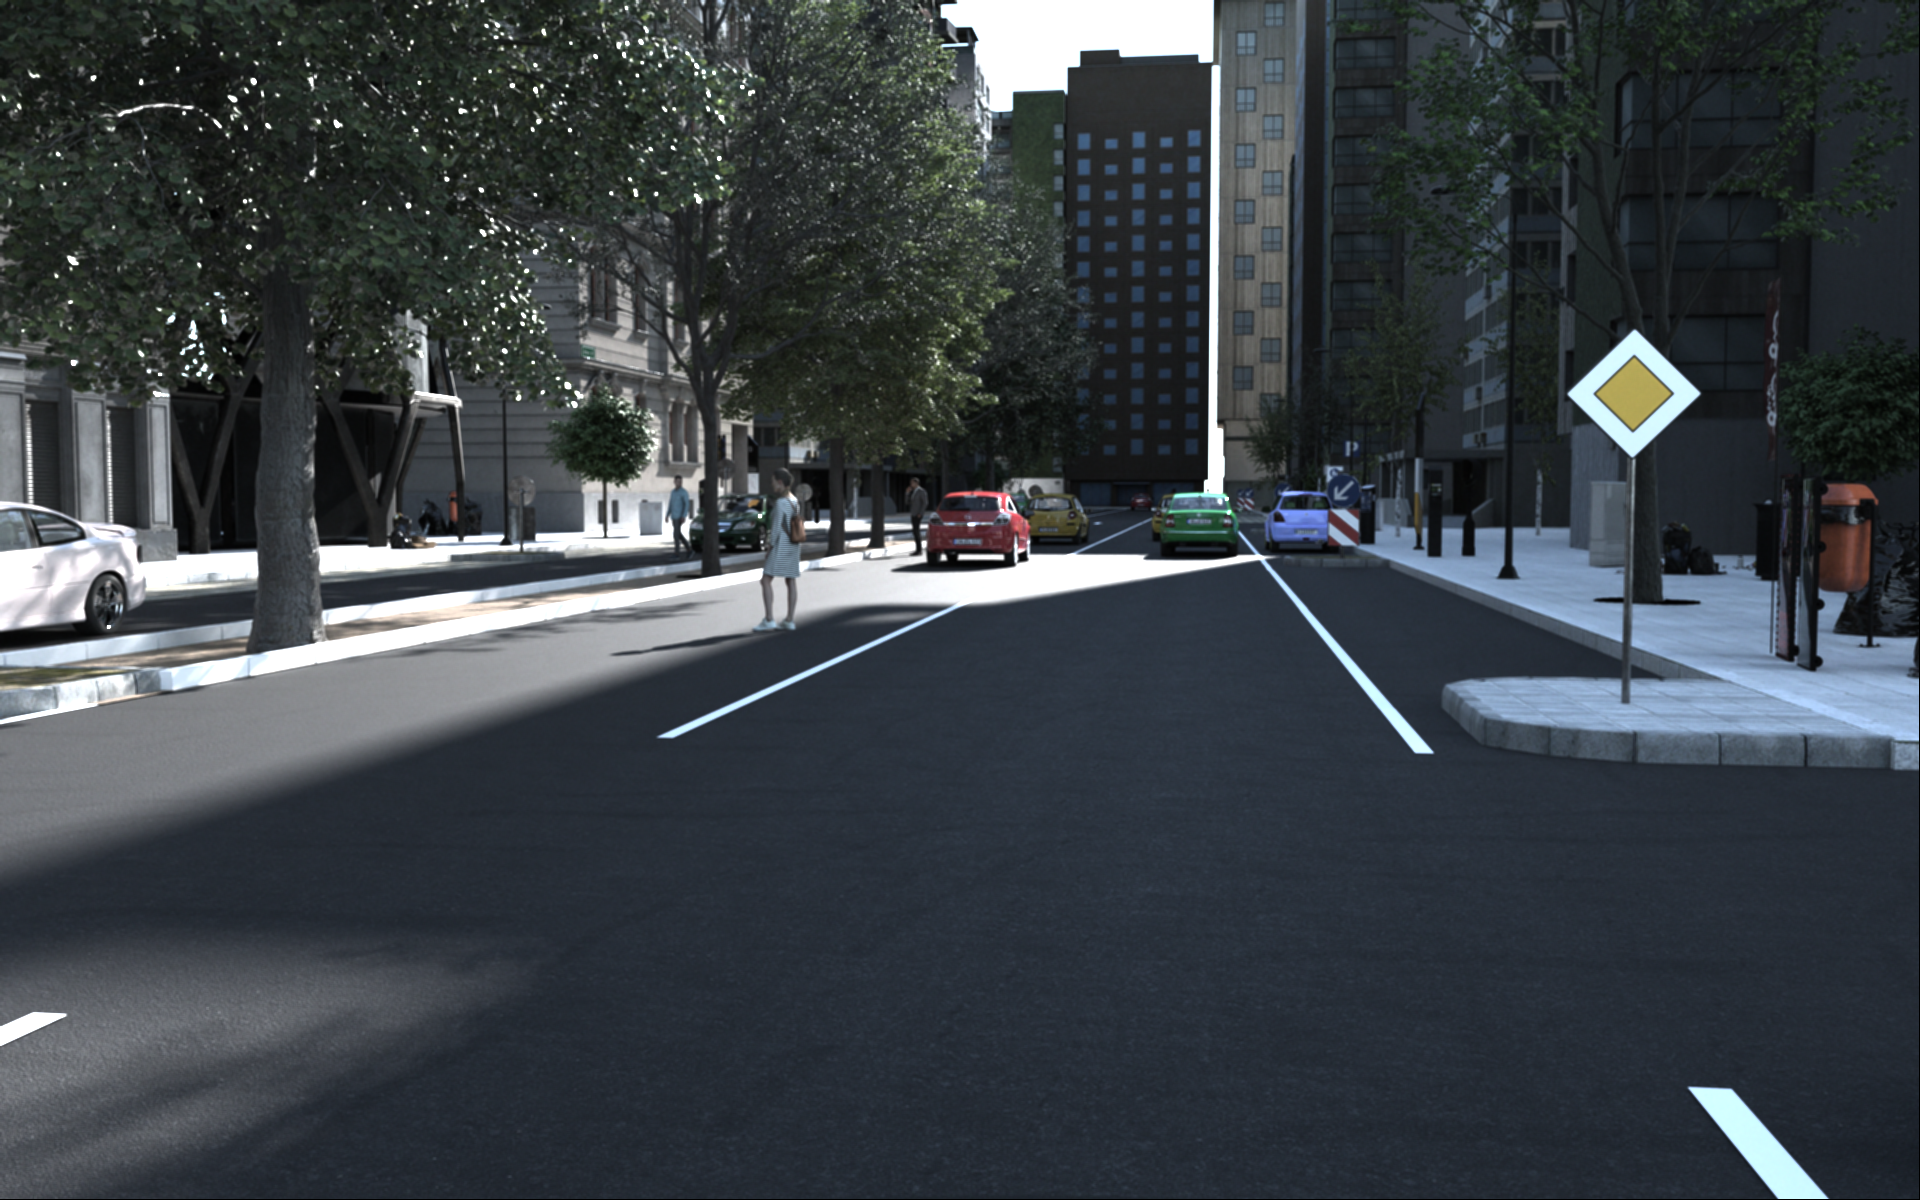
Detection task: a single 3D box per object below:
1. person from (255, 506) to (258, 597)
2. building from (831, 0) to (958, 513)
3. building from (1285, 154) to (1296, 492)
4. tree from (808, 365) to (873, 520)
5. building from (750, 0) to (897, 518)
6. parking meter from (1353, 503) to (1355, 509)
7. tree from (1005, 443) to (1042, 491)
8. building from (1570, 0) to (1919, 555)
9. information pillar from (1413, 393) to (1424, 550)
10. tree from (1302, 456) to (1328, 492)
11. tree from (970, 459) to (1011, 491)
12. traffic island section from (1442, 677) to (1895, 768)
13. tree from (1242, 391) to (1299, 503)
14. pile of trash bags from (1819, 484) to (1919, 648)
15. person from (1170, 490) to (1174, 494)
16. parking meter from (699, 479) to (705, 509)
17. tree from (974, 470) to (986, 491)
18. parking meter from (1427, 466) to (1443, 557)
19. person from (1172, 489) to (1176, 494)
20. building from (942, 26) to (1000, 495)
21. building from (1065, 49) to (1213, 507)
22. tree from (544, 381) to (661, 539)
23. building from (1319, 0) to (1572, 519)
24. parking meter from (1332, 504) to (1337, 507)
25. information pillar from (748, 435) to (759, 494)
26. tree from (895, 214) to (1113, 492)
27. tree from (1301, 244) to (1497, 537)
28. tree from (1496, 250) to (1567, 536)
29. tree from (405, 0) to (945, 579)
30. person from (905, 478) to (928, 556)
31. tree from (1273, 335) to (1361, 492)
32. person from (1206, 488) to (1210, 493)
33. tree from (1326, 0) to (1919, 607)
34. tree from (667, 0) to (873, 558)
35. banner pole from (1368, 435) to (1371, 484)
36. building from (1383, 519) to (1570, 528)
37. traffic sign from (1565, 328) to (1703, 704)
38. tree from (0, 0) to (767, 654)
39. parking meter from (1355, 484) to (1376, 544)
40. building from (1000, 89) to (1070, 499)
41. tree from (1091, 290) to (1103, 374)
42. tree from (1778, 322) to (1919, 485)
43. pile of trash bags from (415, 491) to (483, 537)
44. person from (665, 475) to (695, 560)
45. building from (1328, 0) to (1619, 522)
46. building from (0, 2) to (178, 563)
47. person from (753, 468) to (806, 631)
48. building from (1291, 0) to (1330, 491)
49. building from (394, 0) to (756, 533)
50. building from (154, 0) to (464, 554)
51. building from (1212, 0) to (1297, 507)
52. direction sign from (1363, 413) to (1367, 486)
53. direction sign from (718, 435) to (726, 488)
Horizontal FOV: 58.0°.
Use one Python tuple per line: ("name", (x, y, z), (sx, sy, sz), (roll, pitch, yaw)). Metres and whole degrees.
("person", (-9.268, -0.846, 23.341), (0.512, 1.701, 0.522), (-1, 4, -10))
("building", (-12.100, -28.953, 128.010), (22.147, 44.769, 28.867), (0, 4, 8))
("building", (35.208, -23.083, 149.113), (14.160, 30.474, 14.107), (0, 4, 8))
("tree", (-5.366, -8.247, 85.196), (4.360, 8.622, 3.978), (0, 3, 0))
("building", (-20.883, -25.094, 102.175), (32.217, 40.220, 23.993), (0, 4, 8))
("parking meter", (13.746, -3.137, 59.697), (0.372, 1.533, 0.369), (0, 3, 0))
("tree", (5.665, -12.926, 161.704), (4.360, 8.622, 3.978), (0, 3, 0))
("building", (21.819, -16.505, 41.558), (14.160, 30.474, 14.107), (0, 4, 8))
("information pillar", (10.601, -2.974, 39.975), (0.183, 3.616, 0.504), (2, 4, 27))
("tree", (18.080, -5.763, 88.834), (1.663, 3.219, 1.824), (0, 3, 0))
("tree", (2.494, -9.913, 145.792), (4.285, 4.588, 4.351), (0, 3, 0))
("traffic island section", (4.100, 0.713, 10.623), (2.009, 0.180, 2.903), (0, 4, 8))
("tree", (23.025, -10.776, 126.550), (4.737, 8.622, 4.395), (0, 3, 0))
("pile of trash bags", (8.727, -0.348, 15.450), (3.447, 1.369, 1.912), (-2, 4, -31))
("person", (18.599, -8.737, 151.295), (1.348, 1.831, 0.705), (0, 4, -7))
("parking meter", (-9.699, -3.672, 65.740), (0.255, 1.863, 0.399), (2, 4, 30))
("tree", (1.938, -8.747, 137.613), (1.663, 3.219, 1.824), (0, 3, 0))
("parking meter", (9.713, -1.816, 35.406), (0.255, 1.863, 0.399), (1, 4, 11))
("person", (15.151, -6.951, 122.178), (0.705, 1.821, 1.348), (-2, 4, -25))
("building", (-4.544, -28.861, 155.474), (14.086, 41.232, 14.154), (0, 4, 8))
("building", (18.518, -32.264, 177.623), (14.200, 45.320, 14.600), (0, 4, 8))
("tree", (-10.173, -4.053, 49.973), (4.285, 4.588, 4.351), (0, 3, 0))
("building", (39.989, -25.854, 114.592), (32.217, 40.220, 23.993), (0, 4, 8))
("parking meter", (13.658, -3.320, 62.696), (0.372, 1.533, 0.369), (0, 3, 0))
("information pillar", (-8.212, -4.732, 68.717), (0.504, 3.616, 0.183), (2, 4, 32))
("tree", (1.217, -9.182, 69.583), (9.611, 12.733, 9.660), (0, 3, 0))
("tree", (13.176, -6.205, 51.814), (4.737, 8.622, 4.395), (0, 3, 0))
("tree", (18.119, -6.295, 53.285), (4.737, 8.622, 4.395), (0, 3, 0))
("tree", (-4.215, -7.099, 28.899), (12.009, 13.543, 11.850), (0, 3, 0))
("person", (-1.027, -1.942, 40.436), (0.473, 1.802, 0.592), (-1, 4, -14))
("tree", (16.774, -7.994, 81.059), (4.360, 8.622, 3.978), (0, 3, 0))
("person", (15.477, -6.081, 108.023), (1.348, 1.812, 0.705), (-2, 4, -25))
("tree", (8.080, -5.775, 20.177), (9.928, 11.665, 9.643), (0, 3, 0))
("tree", (-2.799, -7.221, 38.655), (7.486, 12.596, 7.792), (0, 3, 0))
("banner pole", (16.922, -4.991, 71.621), (0.401, 3.779, 0.863), (1, 4, 20))
("building", (34.045, -23.106, 69.672), (32.217, 40.220, 23.993), (0, 4, 8))
("traffic sign", (4.076, -0.422, 10.550), (0.795, 2.450, 0.064), (0, 4, 8))
("tree", (-6.088, -6.498, 15.348), (9.857, 13.997, 8.962), (0, 3, 0))
("parking meter", (10.491, -2.211, 44.554), (0.372, 1.533, 0.369), (0, 3, 0))
("building", (4.477, -30.328, 179.454), (14.086, 41.232, 14.154), (0, 4, 8))
("tree", (-0.453, -8.749, 55.869), (12.009, 13.543, 11.850), (0, 3, 0))
("tree", (17.215, -3.026, 33.185), (4.285, 4.588, 4.351), (0, 3, 0))
("pile of trash bags", (-15.723, -2.676, 53.508), (1.912, 1.369, 3.447), (-1, 4, -23))
("person", (-6.076, -1.799, 37.776), (0.748, 1.841, 0.638), (-2, 4, -35))
("building", (27.639, -19.923, 97.436), (14.160, 30.474, 14.107), (0, 4, 8))
("building", (-20.912, -10.722, 24.452), (9.793, 20.994, 18.267), (0, 4, 8))
("person", (-1.867, -0.538, 18.302), (0.522, 1.701, 0.512), (1, 4, 18))
("building", (33.328, -29.634, 134.634), (14.600, 45.320, 14.200), (0, 4, 8))
("building", (-17.043, -17.188, 68.418), (14.401, 28.519, 23.554), (0, 4, 8))
("building", (-21.774, -10.761, 43.400), (16.820, 18.784, 16.811), (0, 4, 8))
("building", (40.164, -36.226, 181.528), (27.495, 52.752, 28.713), (0, 4, 8))
("direction sign", (11.450, -3.485, 48.985), (0.379, 3.537, 0.876), (1, 4, 10))
("direction sign", (-9.136, -4.555, 66.479), (0.379, 3.537, 0.876), (-2, 4, -26))
